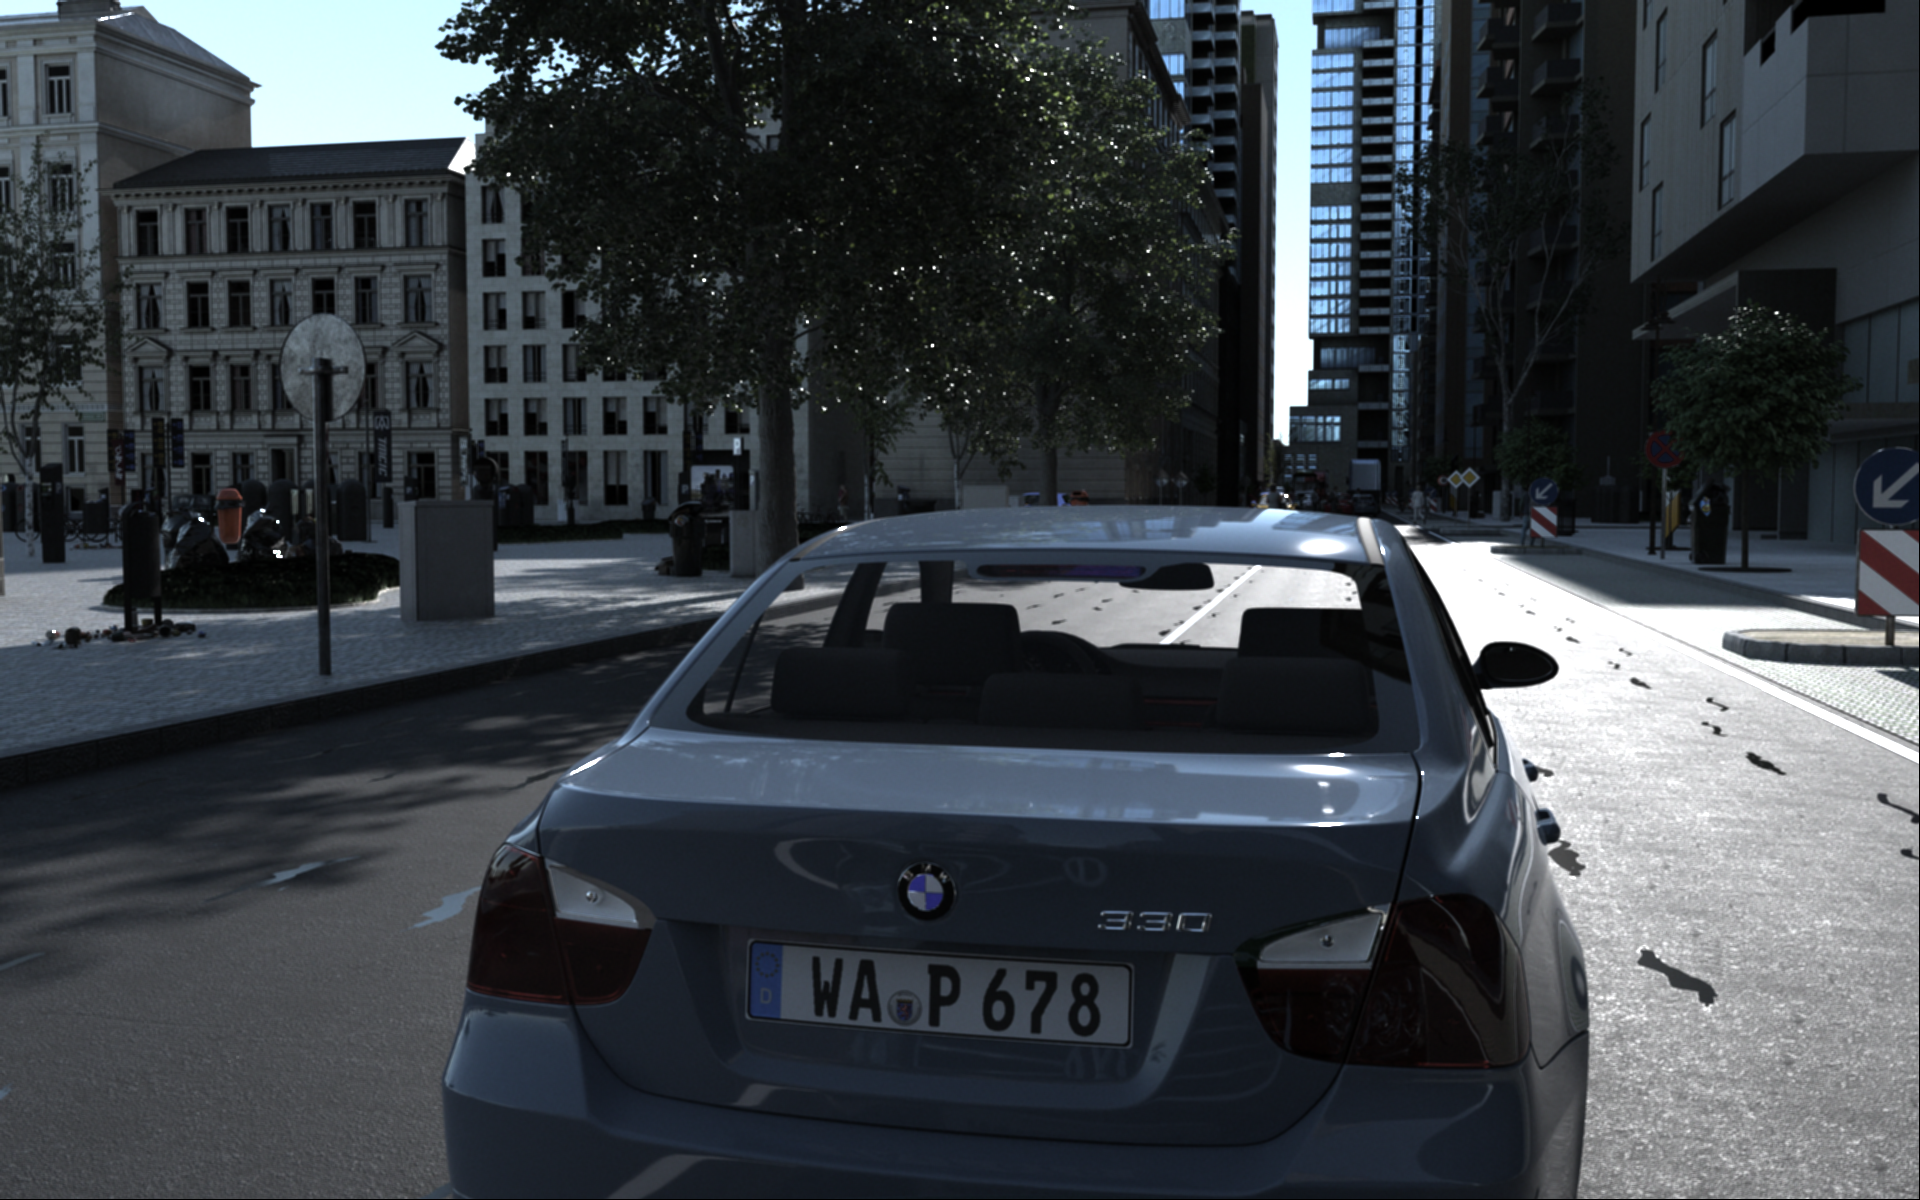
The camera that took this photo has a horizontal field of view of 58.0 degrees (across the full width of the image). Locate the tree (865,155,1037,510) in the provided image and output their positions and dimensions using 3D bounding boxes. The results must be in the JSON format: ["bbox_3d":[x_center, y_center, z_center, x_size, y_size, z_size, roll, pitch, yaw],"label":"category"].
[{"bbox_3d":[-0.069,-5.342,37.708,4.360,8.622,3.978,0,3,0],"label":"tree"}]

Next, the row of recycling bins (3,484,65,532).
[{"bbox_3d":[-32.044,-3.173,58.985,3.534,1.692,1.069,1,4,16],"label":"row of recycling bins"}]

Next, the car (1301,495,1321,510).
[{"bbox_3d":[31.071,-8.615,153.215,2.083,1.381,4.827,1,4,11],"label":"car"}]

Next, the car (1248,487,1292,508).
[{"bbox_3d":[16.626,-5.134,92.618,2.281,1.827,5.304,1,4,14],"label":"car"}]

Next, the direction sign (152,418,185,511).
[{"bbox_3d":[-23.538,-3.642,51.546,0.876,3.537,0.379,-3,5,-39],"label":"direction sign"}]

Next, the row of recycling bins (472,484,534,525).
[{"bbox_3d":[-18.292,-3.800,69.251,1.069,1.692,3.534,1,4,20],"label":"row of recycling bins"}]

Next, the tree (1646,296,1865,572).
[{"bbox_3d":[13.242,-2.764,28.910,4.285,4.588,4.351,0,3,0],"label":"tree"}]

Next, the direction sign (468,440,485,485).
[{"bbox_3d":[-20.272,-4.935,72.690,0.876,3.537,0.379,2,4,29],"label":"direction sign"}]

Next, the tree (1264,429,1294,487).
[{"bbox_3d":[35.992,-15.096,197.175,4.360,8.622,3.978,0,3,0],"label":"tree"}]

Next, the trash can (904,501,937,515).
[{"bbox_3d":[-0.855,-1.583,37.540,0.748,1.137,0.748,0,3,0],"label":"trash can"}]

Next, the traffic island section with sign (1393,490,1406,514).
[{"bbox_3d":[32.015,-6.992,122.952,1.989,1.847,2.006,1,4,13],"label":"traffic island section with sign"}]

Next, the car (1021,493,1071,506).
[{"bbox_3d":[2.970,-3.773,71.276,3.694,1.707,1.945,1,4,14],"label":"car"}]

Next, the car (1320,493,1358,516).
[{"bbox_3d":[22.124,-5.636,101.195,2.155,1.783,4.494,1,4,14],"label":"car"}]

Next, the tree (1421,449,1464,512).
[{"bbox_3d":[35.253,-8.721,126.304,4.285,4.588,4.351,0,3,0],"label":"tree"}]

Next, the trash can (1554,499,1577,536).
[{"bbox_3d":[18.476,-2.524,52.917,0.748,1.137,0.748,0,3,0],"label":"trash can"}]

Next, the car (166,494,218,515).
[{"bbox_3d":[-33.924,-4.208,78.580,4.222,1.686,2.009,1,4,11],"label":"car"}]

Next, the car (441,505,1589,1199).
[{"bbox_3d":[0.472,0.470,4.311,2.014,1.417,4.499,1,4,14],"label":"car"}]

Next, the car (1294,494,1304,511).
[{"bbox_3d":[23.504,-6.946,123.357,2.009,1.686,4.222,1,4,13],"label":"car"}]

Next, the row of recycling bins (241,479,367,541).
[{"bbox_3d":[-18.063,-2.473,47.541,3.534,1.692,1.069,0,4,-1],"label":"row of recycling bins"}]

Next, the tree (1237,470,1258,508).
[{"bbox_3d":[22.893,-8.743,137.554,1.663,3.219,1.824,0,3,0],"label":"tree"}]

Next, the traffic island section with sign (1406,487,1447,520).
[{"bbox_3d":[26.128,-5.383,96.646,1.989,1.847,2.006,1,4,13],"label":"traffic island section with sign"}]

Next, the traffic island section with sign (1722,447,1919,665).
[{"bbox_3d":[7.939,-0.412,15.357,1.989,1.847,2.006,1,4,13],"label":"traffic island section with sign"}]

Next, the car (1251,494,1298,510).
[{"bbox_3d":[14.031,-4.092,77.128,2.015,1.641,3.980,1,4,13],"label":"car"}]

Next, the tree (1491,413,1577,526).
[{"bbox_3d":[23.280,-5.290,70.204,4.285,4.588,4.351,0,3,0],"label":"tree"}]

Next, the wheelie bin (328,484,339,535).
[{"bbox_3d":[-19.727,-2.858,54.636,0.980,1.594,0.693,1,4,10],"label":"wheelie bin"}]

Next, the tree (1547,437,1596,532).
[{"bbox_3d":[20.246,-3.891,58.222,1.663,3.219,1.824,0,3,0],"label":"tree"}]

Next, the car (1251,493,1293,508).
[{"bbox_3d":[14.686,-4.396,81.460,1.945,1.707,3.694,1,4,12],"label":"car"}]

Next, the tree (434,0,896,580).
[{"bbox_3d":[-2.348,-7.104,22.812,9.857,13.997,8.962,0,3,0],"label":"tree"}]

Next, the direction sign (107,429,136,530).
[{"bbox_3d":[-29.332,-4.198,60.641,0.876,3.537,0.379,-1,4,-16],"label":"direction sign"}]

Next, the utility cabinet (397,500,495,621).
[{"bbox_3d":[-5.310,-0.414,17.923,0.306,1.237,1.020,2,4,33],"label":"utility cabinet"}]

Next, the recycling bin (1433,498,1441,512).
[{"bbox_3d":[33.674,-6.738,122.715,0.722,1.027,0.722,1,4,8],"label":"recycling bin"}]

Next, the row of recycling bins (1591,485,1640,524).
[{"bbox_3d":[28.846,-4.234,76.337,1.069,1.692,3.534,0,4,-4],"label":"row of recycling bins"}]

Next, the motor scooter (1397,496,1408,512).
[{"bbox_3d":[33.391,-7.214,130.729,0.815,1.314,1.986,1,4,14],"label":"motor scooter"}]

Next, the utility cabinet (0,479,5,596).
[{"bbox_3d":[-12.082,-0.747,20.896,0.318,1.500,1.173,1,4,10],"label":"utility cabinet"}]

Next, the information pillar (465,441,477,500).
[{"bbox_3d":[-20.290,-4.920,71.796,0.504,3.616,0.183,-1,4,-11],"label":"information pillar"}]

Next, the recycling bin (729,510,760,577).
[{"bbox_3d":[-3.226,-0.884,27.013,0.722,1.027,0.722,-1,4,-9],"label":"recycling bin"}]

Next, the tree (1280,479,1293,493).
[{"bbox_3d":[41.631,-13.818,220.528,1.663,3.219,1.824,0,3,0],"label":"tree"}]

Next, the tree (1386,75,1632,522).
[{"bbox_3d":[26.319,-13.659,79.221,12.611,20.169,13.585,0,3,0],"label":"tree"}]

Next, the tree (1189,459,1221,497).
[{"bbox_3d":[13.448,-6.123,94.720,1.663,3.219,1.824,0,3,0],"label":"tree"}]

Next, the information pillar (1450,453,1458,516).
[{"bbox_3d":[28.290,-6.592,99.136,0.504,3.616,0.183,-2,4,-25],"label":"information pillar"}]

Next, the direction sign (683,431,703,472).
[{"bbox_3d":[-9.592,-4.299,62.283,0.379,3.537,0.876,3,5,43],"label":"direction sign"}]

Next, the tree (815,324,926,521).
[{"bbox_3d":[-3.318,-7.059,65.774,4.737,8.622,4.395,0,3,0],"label":"tree"}]

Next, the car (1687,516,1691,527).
[{"bbox_3d":[30.493,-3.306,66.413,4.827,1.381,2.083,1,4,14],"label":"car"}]

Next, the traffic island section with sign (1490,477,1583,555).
[{"bbox_3d":[13.839,-2.020,41.661,1.989,1.847,2.006,1,4,13],"label":"traffic island section with sign"}]

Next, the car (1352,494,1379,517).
[{"bbox_3d":[25.125,-5.873,108.025,2.014,1.417,4.499,1,4,14],"label":"car"}]

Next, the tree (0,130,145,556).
[{"bbox_3d":[-19.223,-5.223,35.766,4.360,8.622,3.978,0,3,0],"label":"tree"}]

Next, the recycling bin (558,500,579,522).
[{"bbox_3d":[-17.999,-4.102,79.626,0.722,1.027,0.722,2,4,25],"label":"recycling bin"}]

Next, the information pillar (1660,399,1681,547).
[{"bbox_3d":[16.842,-3.032,40.920,0.183,3.616,0.504,-1,4,-18],"label":"information pillar"}]

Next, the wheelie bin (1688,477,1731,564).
[{"bbox_3d":[13.766,-1.461,31.793,0.693,1.594,0.980,1,4,14],"label":"wheelie bin"}]

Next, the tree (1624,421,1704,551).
[{"bbox_3d":[16.367,-2.753,39.613,1.663,3.219,1.824,0,3,0],"label":"tree"}]
